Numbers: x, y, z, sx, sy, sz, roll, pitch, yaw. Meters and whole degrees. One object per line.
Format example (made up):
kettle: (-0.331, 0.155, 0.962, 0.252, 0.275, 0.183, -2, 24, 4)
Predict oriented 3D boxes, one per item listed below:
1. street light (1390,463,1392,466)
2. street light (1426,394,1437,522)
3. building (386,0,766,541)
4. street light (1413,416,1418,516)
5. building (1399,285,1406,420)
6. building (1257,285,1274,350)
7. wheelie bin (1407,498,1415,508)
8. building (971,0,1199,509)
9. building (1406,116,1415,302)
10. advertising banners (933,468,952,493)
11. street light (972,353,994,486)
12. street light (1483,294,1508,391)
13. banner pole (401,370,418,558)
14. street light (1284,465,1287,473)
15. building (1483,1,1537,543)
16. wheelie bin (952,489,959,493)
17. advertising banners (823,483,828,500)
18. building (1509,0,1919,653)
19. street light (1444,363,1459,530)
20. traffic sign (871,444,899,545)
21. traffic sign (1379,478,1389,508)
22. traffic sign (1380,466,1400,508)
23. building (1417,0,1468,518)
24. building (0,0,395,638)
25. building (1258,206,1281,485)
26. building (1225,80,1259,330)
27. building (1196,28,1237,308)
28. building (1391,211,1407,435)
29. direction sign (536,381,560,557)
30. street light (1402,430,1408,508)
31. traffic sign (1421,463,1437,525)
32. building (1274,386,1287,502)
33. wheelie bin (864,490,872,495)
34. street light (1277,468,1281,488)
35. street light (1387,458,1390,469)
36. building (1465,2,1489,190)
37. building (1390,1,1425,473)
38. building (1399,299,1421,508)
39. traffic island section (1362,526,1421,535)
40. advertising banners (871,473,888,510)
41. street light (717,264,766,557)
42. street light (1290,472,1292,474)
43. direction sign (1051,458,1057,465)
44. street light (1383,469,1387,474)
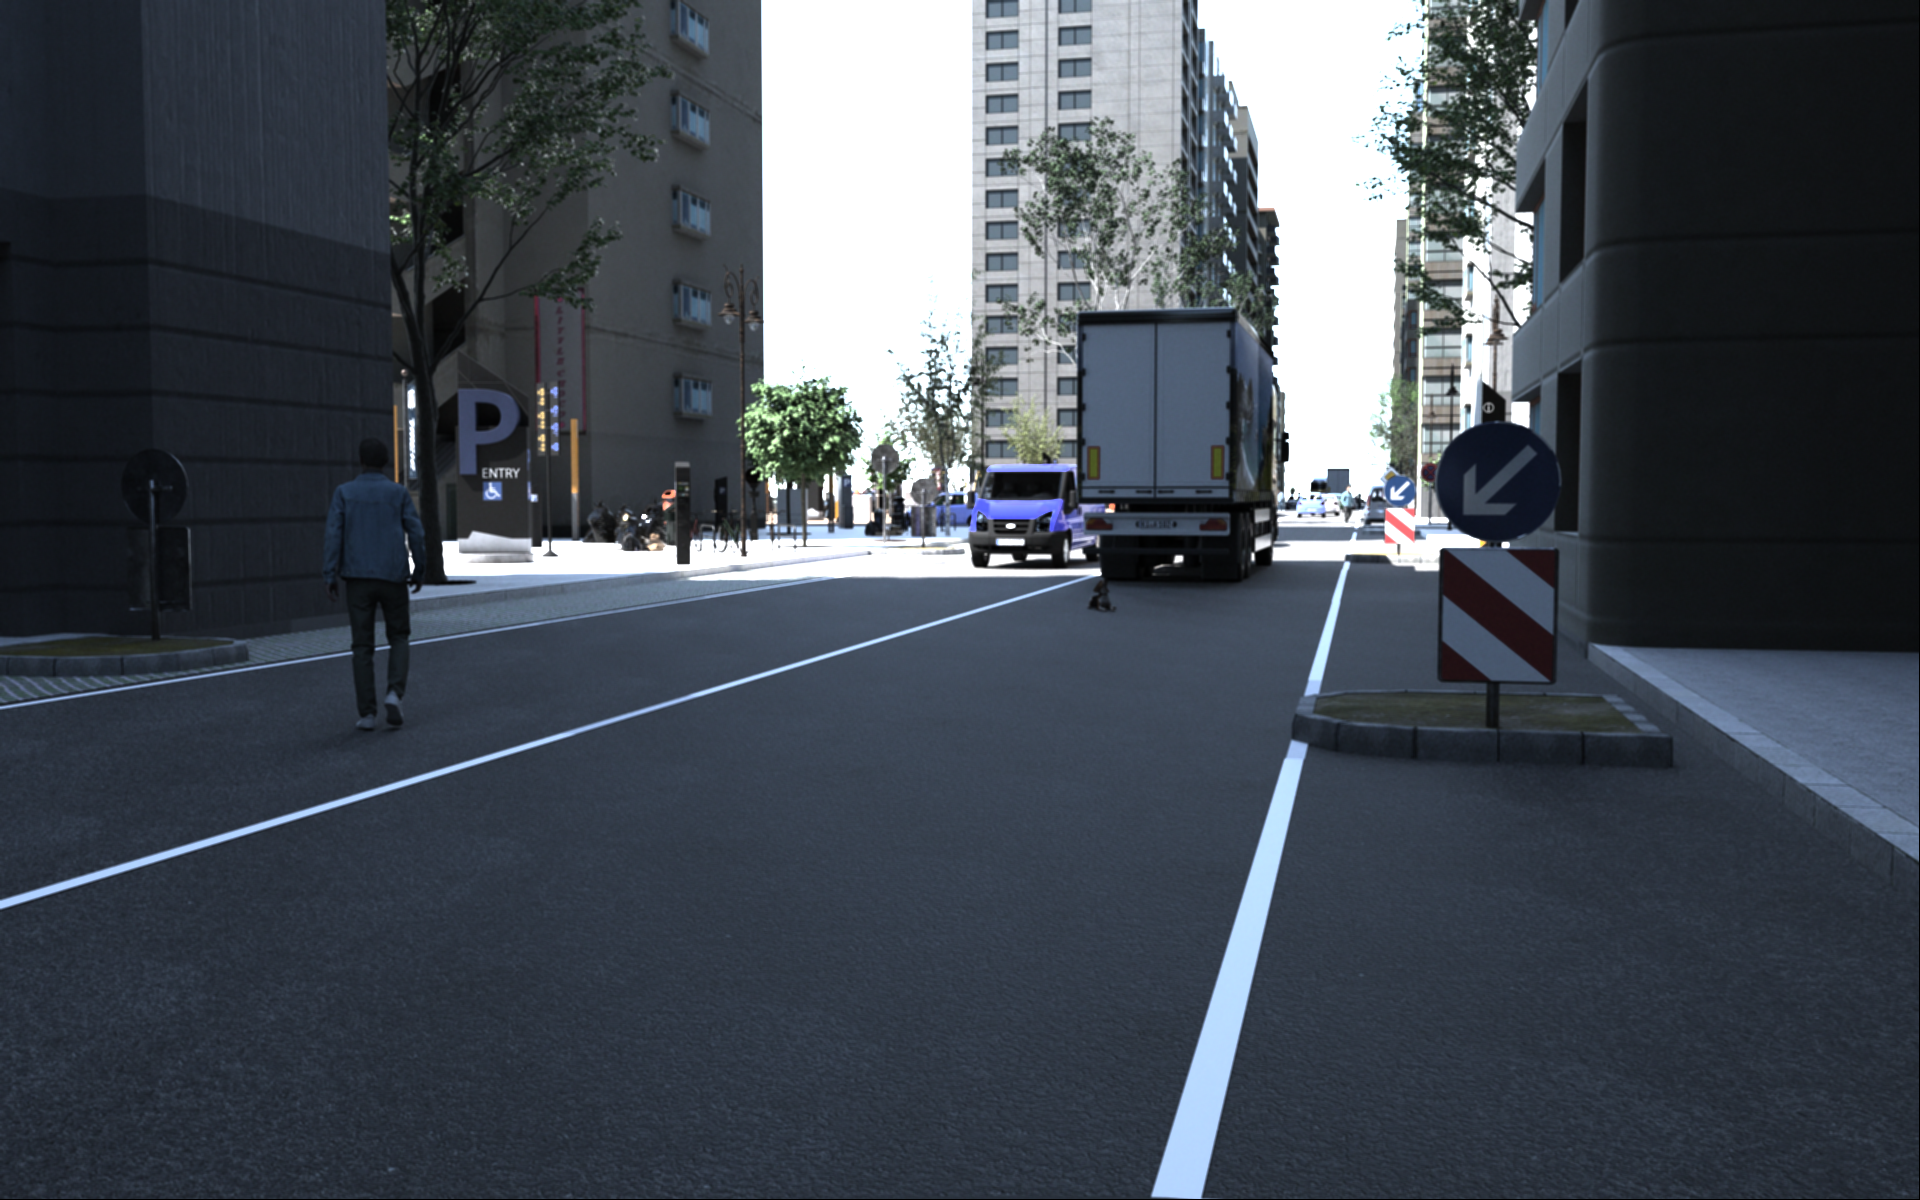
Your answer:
street light: (43.958, -12.355, 174.793, 0.468, 5.910, 1.993, 1, 4, 13)
street light: (21.669, -6.541, 79.727, 0.468, 5.910, 1.993, 1, 4, 13)
building: (-19.925, -26.409, 55.497, 21.600, 48.544, 21.300, 1, 4, 13)
street light: (26.526, -7.821, 100.653, 0.468, 5.910, 1.993, 1, 4, 13)
building: (67.507, -28.487, 237.462, 14.160, 30.474, 14.107, 1, 4, 13)
building: (35.322, -28.458, 236.991, 14.160, 30.474, 14.107, 1, 4, 13)
wheelie bin: (33.451, -7.390, 128.734, 0.693, 1.594, 0.980, 0, 4, 5)
building: (13.207, -44.012, 157.845, 20.563, 71.187, 20.611, 1, 4, 13)
building: (55.226, -30.761, 186.533, 14.154, 41.232, 14.086, 1, 4, 13)
advertising banners: (-0.774, -7.428, 117.634, 2.074, 3.025, 0.090, 0, 4, 7)
street light: (0.742, -5.141, 56.849, 0.468, 5.910, 1.993, 1, 4, 13)
street light: (12.413, -4.127, 40.263, 0.468, 5.910, 1.993, 1, 4, 13)
banner pole: (-11.032, -2.736, 34.746, 0.401, 3.779, 0.863, -3, 4, -36)
street light: (50.908, -18.251, 271.196, 0.468, 5.910, 1.993, 1, 4, 13)
building: (24.480, -30.663, 43.336, 21.231, 58.520, 28.212, 1, 4, 13)
wheelie bin: (-0.294, -6.370, 112.053, 0.693, 1.594, 0.980, -2, 4, -27)
advertising banners: (-8.356, -6.873, 108.554, 0.090, 3.025, 2.074, 1, 4, 12)
building: (17.540, -9.811, 5.444, 27.650, 21.520, 28.899, 1, 4, 13)
street light: (17.423, -5.423, 61.460, 0.468, 5.910, 1.993, 1, 4, 13)
traffic sign: (-1.917, -2.683, 43.972, 0.768, 2.556, 0.104, 1, 4, 16)
traffic sign: (17.324, -4.064, 70.091, 0.795, 2.450, 0.064, 1, 4, 13)
traffic sign: (15.504, -3.589, 62.316, 0.795, 2.450, 0.064, 1, 4, 13)
building: (32.892, -25.228, 96.072, 14.154, 41.232, 14.086, 1, 4, 13)
building: (-19.780, -28.418, 6.636, 21.231, 58.520, 28.212, 1, 4, 13)
building: (36.125, -36.928, 258.392, 22.147, 44.769, 28.867, 1, 4, 13)
building: (24.431, -35.784, 208.770, 21.300, 48.544, 21.600, 1, 4, 13)
building: (17.416, -34.502, 183.711, 23.786, 49.044, 30.456, 1, 4, 13)
building: (82.046, -40.411, 284.426, 21.300, 48.544, 21.600, 1, 4, 13)
direction sign: (-8.340, -2.639, 35.145, 0.379, 3.537, 0.876, -3, 5, -42)
street light: (31.399, -9.111, 121.752, 0.468, 5.910, 1.993, 1, 4, 13)
traffic sign: (19.422, -4.368, 71.516, 0.768, 2.556, 0.104, 1, 4, 19)
building: (39.556, -27.087, 287.907, 27.650, 21.520, 28.899, 1, 4, 13)
wheelie bin: (-6.852, -7.525, 130.939, 0.693, 1.594, 0.980, -3, 5, -41)
street light: (46.120, -16.984, 250.480, 0.468, 5.910, 1.993, 1, 4, 13)
street light: (48.937, -13.668, 196.252, 0.468, 5.910, 1.993, 1, 4, 13)
building: (33.250, -27.620, 75.281, 21.600, 48.544, 21.300, 1, 4, 13)
building: (76.062, -57.776, 257.311, 22.319, 86.520, 31.000, 1, 4, 13)
building: (56.357, -19.560, 164.841, 27.650, 21.520, 28.899, 1, 4, 13)
traffic island section: (15.528, -2.453, 62.388, 2.009, 0.180, 2.903, 1, 4, 13)
advertising banners: (-5.802, -8.001, 126.998, 2.074, 3.025, 0.090, 3, 4, 39)
street light: (-4.384, -3.802, 34.942, 0.468, 5.910, 1.993, 1, 4, 13)
street light: (55.793, -19.524, 292.009, 0.468, 5.910, 1.993, 1, 4, 13)
direction sign: (5.856, -7.237, 110.326, 0.379, 3.537, 0.876, -3, 4, -38)
street light: (58.024, -16.036, 234.972, 0.468, 5.910, 1.993, 1, 4, 13)
